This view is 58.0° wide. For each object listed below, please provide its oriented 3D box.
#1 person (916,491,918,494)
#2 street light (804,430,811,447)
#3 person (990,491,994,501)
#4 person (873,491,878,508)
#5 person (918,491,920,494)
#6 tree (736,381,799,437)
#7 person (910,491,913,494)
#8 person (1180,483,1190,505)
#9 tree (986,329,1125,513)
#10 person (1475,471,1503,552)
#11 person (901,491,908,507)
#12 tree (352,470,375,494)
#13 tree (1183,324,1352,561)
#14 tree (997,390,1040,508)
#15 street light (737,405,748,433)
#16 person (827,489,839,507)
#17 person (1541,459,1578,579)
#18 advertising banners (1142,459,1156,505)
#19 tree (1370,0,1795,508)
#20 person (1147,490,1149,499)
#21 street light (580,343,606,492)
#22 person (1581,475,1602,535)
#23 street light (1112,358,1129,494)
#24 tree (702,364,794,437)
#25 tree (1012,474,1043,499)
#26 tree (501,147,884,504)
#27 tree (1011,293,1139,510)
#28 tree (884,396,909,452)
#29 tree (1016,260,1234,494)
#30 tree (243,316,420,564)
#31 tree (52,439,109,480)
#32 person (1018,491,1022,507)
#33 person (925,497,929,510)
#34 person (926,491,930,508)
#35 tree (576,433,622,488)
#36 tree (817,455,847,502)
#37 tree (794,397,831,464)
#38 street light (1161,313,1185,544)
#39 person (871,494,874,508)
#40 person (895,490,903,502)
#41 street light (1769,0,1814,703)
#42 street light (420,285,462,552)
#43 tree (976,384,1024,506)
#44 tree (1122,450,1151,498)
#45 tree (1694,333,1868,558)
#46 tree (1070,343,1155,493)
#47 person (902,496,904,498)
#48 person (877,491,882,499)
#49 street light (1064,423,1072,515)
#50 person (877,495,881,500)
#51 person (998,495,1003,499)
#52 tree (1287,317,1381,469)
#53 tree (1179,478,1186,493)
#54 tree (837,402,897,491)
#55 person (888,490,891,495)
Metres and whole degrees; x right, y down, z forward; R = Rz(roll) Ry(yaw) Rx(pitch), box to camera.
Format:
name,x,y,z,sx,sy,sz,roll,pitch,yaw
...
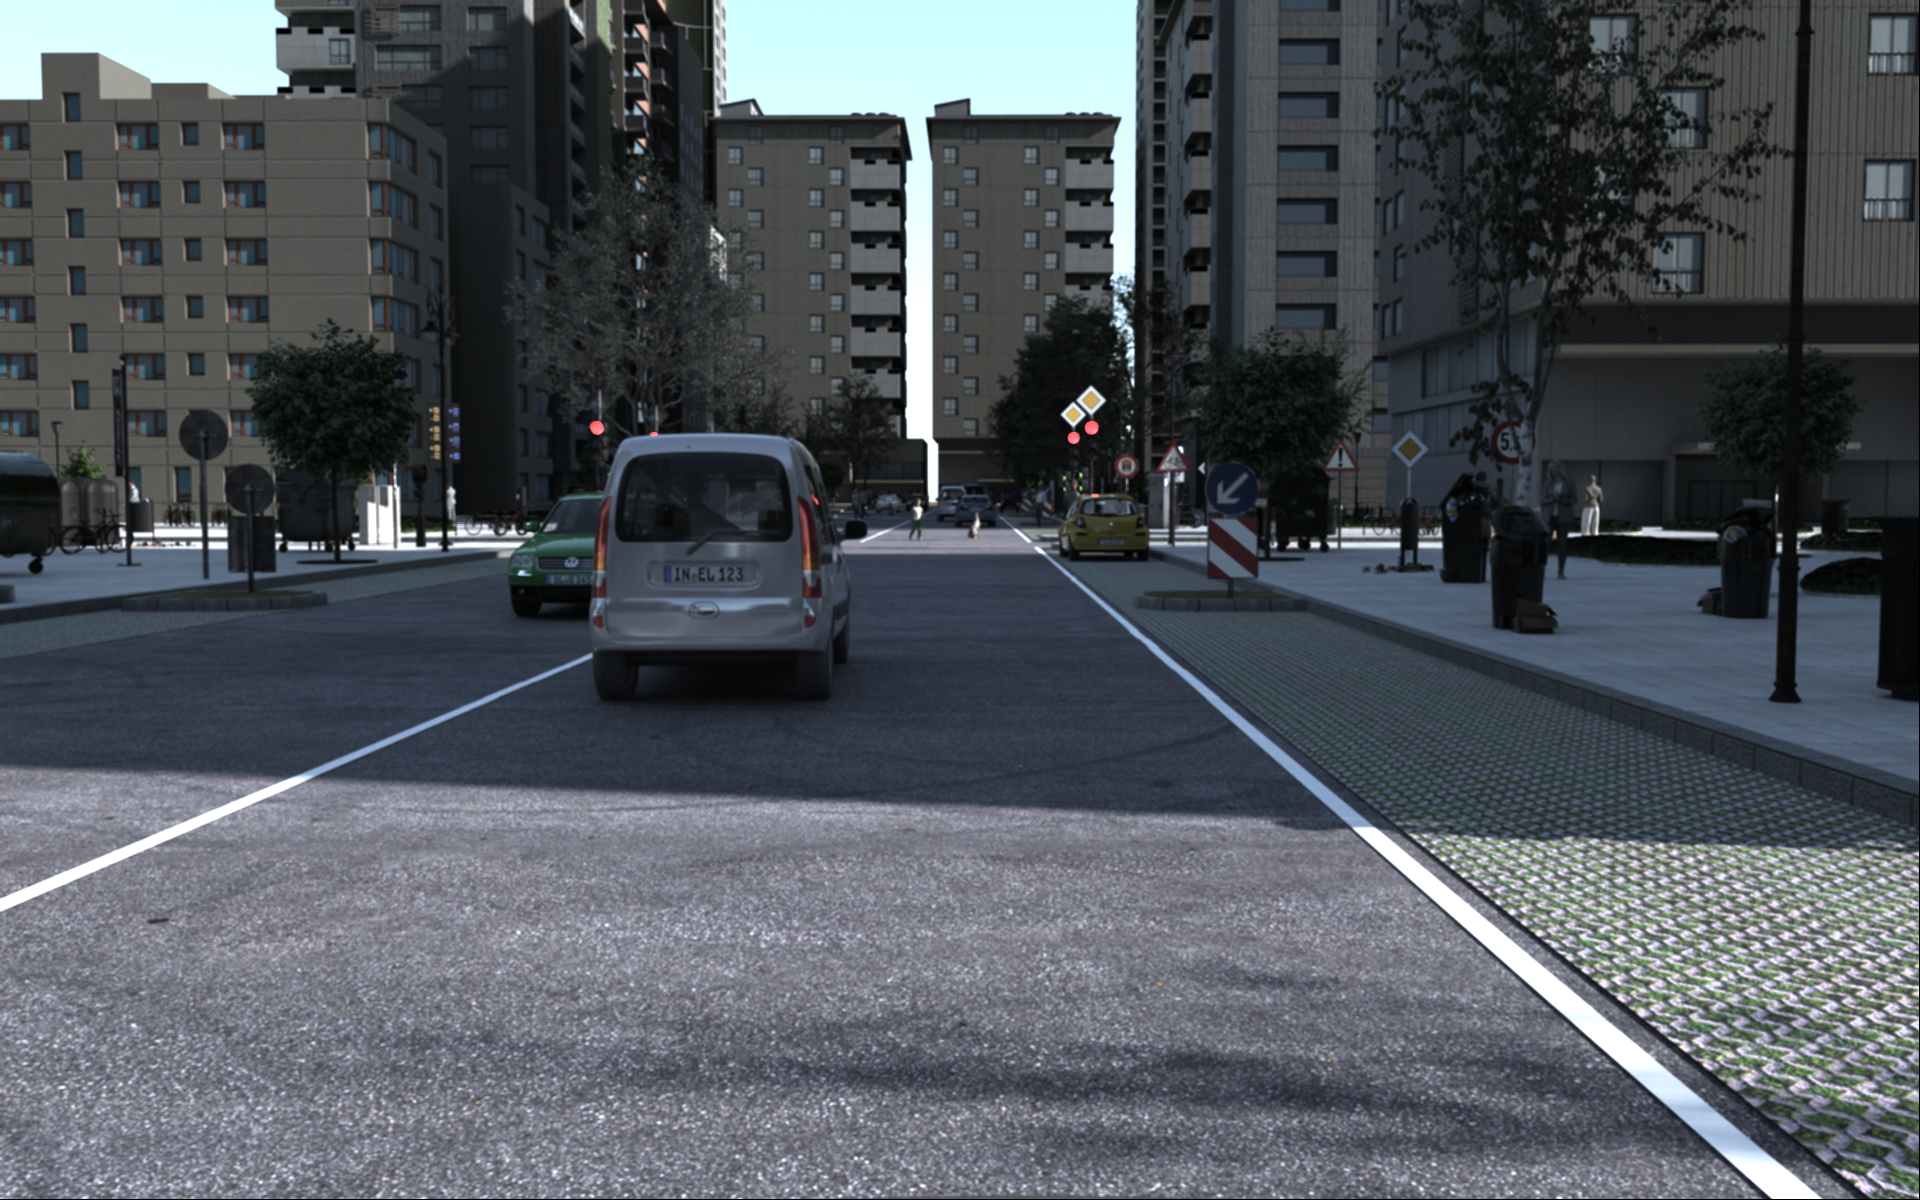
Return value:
name,x,y,z,sx,sy,sz,roll,pitch,yaw
person,-4.711,-10.764,185.204,0.721,1.735,1.217,0,4,3
street light,-10.680,-9.110,121.733,0.468,5.910,1.993,0,4,0
person,3.053,-10.257,176.937,0.721,1.736,1.217,3,5,43
person,-8.024,-9.428,163.572,0.541,1.710,0.530,-2,4,-27
person,-4.513,-11.141,190.792,0.705,1.807,1.348,0,4,1
tree,-12.255,-9.826,111.023,4.360,8.622,3.978,0,3,0
person,-4.241,-8.906,154.817,0.721,1.736,1.217,0,4,-7
person,10.656,-4.640,81.876,0.573,1.828,0.580,-1,4,-20
tree,6.483,-12.321,118.459,9.611,12.733,9.660,0,3,0
person,11.600,-1.940,38.127,0.716,1.782,0.532,2,4,25
person,-6.387,-11.459,195.835,1.348,1.826,0.705,1,4,11
tree,-22.423,-4.198,63.233,1.663,3.219,1.824,0,3,0
tree,5.923,-3.050,33.586,4.285,4.588,4.351,0,3,0
tree,7.025,-14.348,160.344,9.928,11.665,9.643,0,3,0
street light,-11.021,-7.041,87.908,0.468,5.910,1.993,0,4,0
person,-12.624,-10.133,171.726,1.348,1.822,0.705,-1,4,-9
person,8.994,-1.213,26.052,0.537,1.800,0.526,3,4,36
advertising banners,9.583,-5.598,87.713,0.090,3.025,2.074,-1,4,-11
tree,6.017,-4.123,17.773,4.360,8.622,3.978,0,3,0
person,19.518,-10.560,179.381,1.217,1.739,0.721,1,4,12
street light,-11.260,-4.920,53.226,0.468,5.910,1.993,0,4,0
person,15.886,-2.266,43.633,0.519,1.759,0.362,0,4,-6
street light,5.471,-5.280,59.123,0.468,5.910,1.993,0,4,0
tree,-11.520,-8.639,91.607,4.737,8.622,4.395,0,3,0
tree,6.658,-11.295,168.392,4.285,4.588,4.351,0,3,0
tree,-11.293,-9.291,62.283,12.009,13.543,11.850,0,3,0
tree,6.666,-11.023,98.353,7.486,12.596,7.792,0,3,0
tree,-10.198,-15.751,167.894,12.009,13.543,11.850,0,3,0
tree,6.487,-8.293,70.001,8.767,10.594,7.601,-1,4,-9
tree,-11.621,-2.972,32.299,4.285,4.588,4.351,0,3,0
tree,-30.904,-4.068,61.118,1.663,3.219,1.824,0,3,0
person,6.095,-10.157,173.580,0.415,1.643,0.593,3,4,37
person,-3.202,-8.864,156.623,0.799,1.438,0.628,-3,5,-40
person,-3.303,-10.412,179.415,0.721,1.739,1.217,1,4,17
tree,-18.643,-6.614,91.846,4.285,4.588,4.351,0,3,0
tree,-11.280,-9.992,147.090,4.285,4.588,4.351,0,3,0
tree,-11.526,-11.092,131.722,4.737,8.622,4.395,0,3,0
street light,5.431,-4.378,44.364,0.468,5.910,1.993,0,4,0
person,-8.691,-9.887,173.367,0.599,1.433,0.991,2,4,35
person,-5.486,-8.795,152.849,0.990,1.755,0.434,0,4,-6
street light,5.105,-2.309,10.539,0.468,5.910,1.993,0,4,0
street light,-11.473,-4.014,38.419,0.468,5.910,1.993,0,4,0
tree,6.887,-17.222,191.945,12.009,13.543,11.850,0,3,0
tree,7.709,-4.969,75.848,1.663,3.219,1.824,0,3,0
tree,16.784,-3.166,35.477,4.285,4.588,4.351,0,3,0
tree,6.984,-8.092,82.668,4.737,8.622,4.395,0,3,0
person,-5.535,-8.962,155.744,1.217,1.735,0.721,1,4,14
person,-8.235,-10.681,183.846,1.217,1.735,0.721,-2,4,-25
street light,5.725,-7.349,92.948,0.468,5.910,1.993,0,4,0
person,-9.749,-11.968,207.411,0.697,1.427,0.421,2,4,29
person,4.529,-10.973,188.625,0.721,1.735,1.217,2,4,35
tree,15.345,-7.500,72.981,4.737,8.622,4.395,0,3,0
tree,14.729,-7.557,118.152,1.663,3.219,1.824,0,3,0
tree,-10.407,-16.271,191.789,9.928,11.665,9.643,0,3,0
person,-6.924,-9.799,168.717,0.705,1.824,1.348,-2,4,-26
